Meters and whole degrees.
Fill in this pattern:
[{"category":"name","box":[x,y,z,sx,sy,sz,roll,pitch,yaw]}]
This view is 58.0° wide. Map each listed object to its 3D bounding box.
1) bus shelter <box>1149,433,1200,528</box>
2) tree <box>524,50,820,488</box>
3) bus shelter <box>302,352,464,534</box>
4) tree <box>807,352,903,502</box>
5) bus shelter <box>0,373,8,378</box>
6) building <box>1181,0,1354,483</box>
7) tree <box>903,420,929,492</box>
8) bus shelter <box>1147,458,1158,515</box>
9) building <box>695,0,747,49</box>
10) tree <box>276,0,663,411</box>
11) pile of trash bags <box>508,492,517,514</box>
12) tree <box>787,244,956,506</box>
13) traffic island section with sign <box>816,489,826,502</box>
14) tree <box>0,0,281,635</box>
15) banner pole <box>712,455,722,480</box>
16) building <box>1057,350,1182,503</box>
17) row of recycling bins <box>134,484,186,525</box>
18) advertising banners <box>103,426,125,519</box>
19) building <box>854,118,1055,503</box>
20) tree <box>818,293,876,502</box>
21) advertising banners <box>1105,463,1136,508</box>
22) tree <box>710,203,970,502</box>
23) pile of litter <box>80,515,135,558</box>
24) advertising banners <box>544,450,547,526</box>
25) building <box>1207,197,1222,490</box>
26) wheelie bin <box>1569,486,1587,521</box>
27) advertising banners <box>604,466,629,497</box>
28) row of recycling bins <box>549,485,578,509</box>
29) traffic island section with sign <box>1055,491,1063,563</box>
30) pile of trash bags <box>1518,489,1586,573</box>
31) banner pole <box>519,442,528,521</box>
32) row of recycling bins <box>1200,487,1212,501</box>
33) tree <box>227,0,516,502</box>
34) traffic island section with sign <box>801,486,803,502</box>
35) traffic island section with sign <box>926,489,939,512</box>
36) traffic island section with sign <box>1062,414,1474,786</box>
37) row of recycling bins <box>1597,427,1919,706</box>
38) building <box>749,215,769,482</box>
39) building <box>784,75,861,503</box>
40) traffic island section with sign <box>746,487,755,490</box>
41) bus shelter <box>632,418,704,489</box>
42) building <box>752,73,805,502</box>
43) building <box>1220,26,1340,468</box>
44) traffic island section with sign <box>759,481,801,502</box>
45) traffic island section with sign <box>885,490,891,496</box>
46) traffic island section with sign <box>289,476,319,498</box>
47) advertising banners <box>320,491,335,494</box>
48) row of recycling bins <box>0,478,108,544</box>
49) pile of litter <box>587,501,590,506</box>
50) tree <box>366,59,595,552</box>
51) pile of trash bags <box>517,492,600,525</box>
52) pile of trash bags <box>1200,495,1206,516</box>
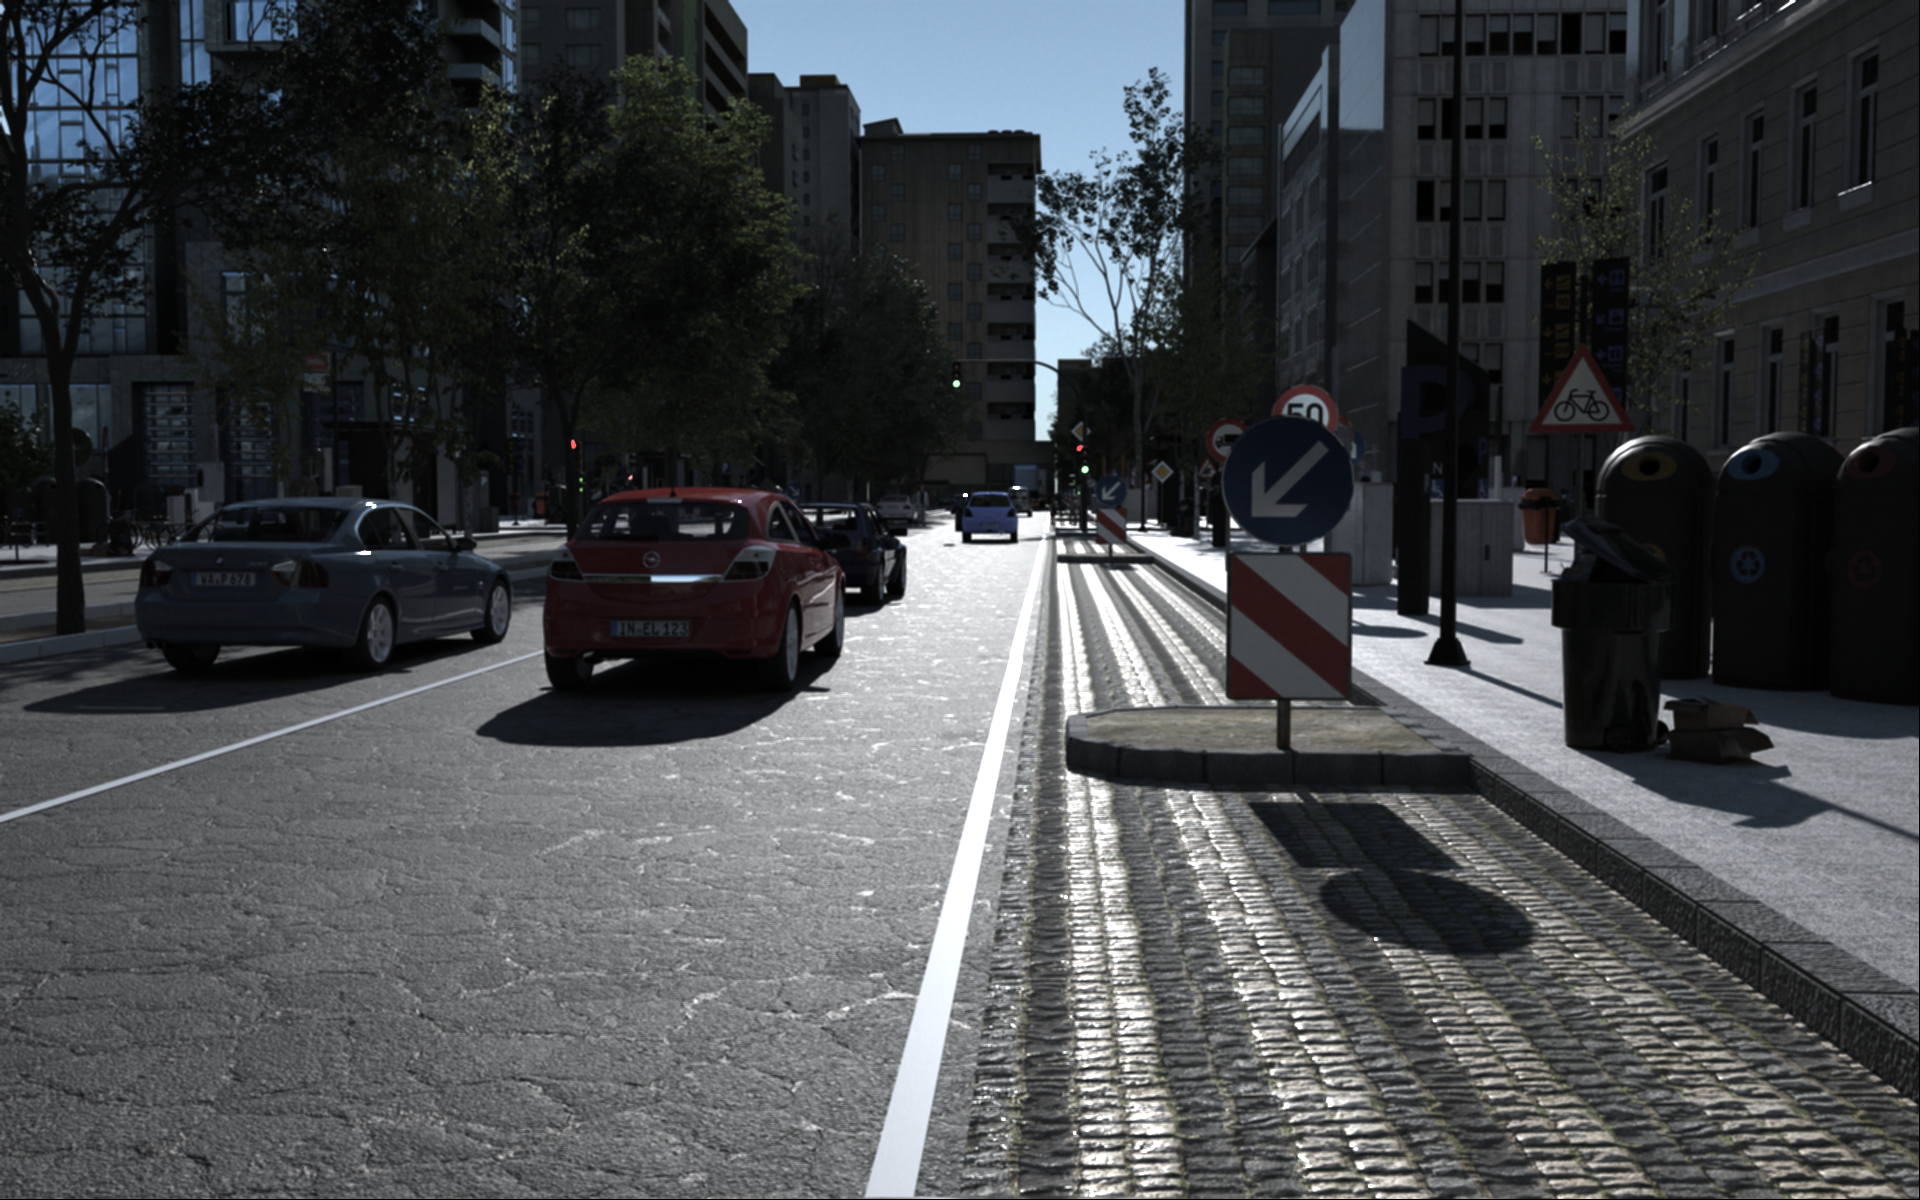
[{"category":"bus shelter","box":[8.580,-4.769,69.257,1.731,3.624,6.357,0,4,3]},{"category":"tree","box":[-7.555,-7.605,44.927,7.486,12.596,7.792,0,3,0]},{"category":"bus shelter","box":[-17.291,-4.519,51.521,2.179,5.291,8.768,0,4,3]},{"category":"tree","box":[-5.205,-7.884,81.715,4.737,8.622,4.395,0,3,0]},{"category":"bus shelter","box":[-19.668,-2.431,31.038,1.731,3.624,6.357,0,4,3]},{"category":"building","box":[35.091,-39.664,190.509,21.231,58.520,28.212,0,4,3]},{"category":"tree","box":[-3.758,-9.445,107.249,4.737,8.622,4.395,0,3,0]},{"category":"bus shelter","box":[10.987,-5.958,91.343,2.014,3.302,5.546,0,4,3]},{"category":"building","box":[-31.262,-32.478,154.709,21.300,48.544,21.600,0,4,3]},{"category":"tree","box":[-7.872,-6.032,35.496,8.767,10.594,7.601,0,4,3]},{"category":"pile of trash bags","box":[-21.361,-4.796,88.174,3.447,1.369,1.912,1,4,12]},{"category":"tree","box":[-5.027,-10.998,88.936,9.857,13.997,8.962,0,3,0]},{"category":"traffic island section with sign","box":[-9.680,-6.845,120.537,1.989,1.847,2.006,0,4,3]},{"category":"tree","box":[-8.990,-4.939,17.625,8.767,10.594,7.601,0,4,3]},{"category":"banner pole","box":[-15.677,-7.474,112.216,0.863,3.779,0.401,-2,4,-26]},{"category":"building","box":[28.496,-24.683,248.610,28.899,21.520,27.650,0,4,3]},{"category":"row of recycling bins","box":[-33.777,-4.039,73.154,1.069,1.692,3.534,0,4,3]},{"category":"advertising banners","box":[-21.616,-2.939,44.236,0.090,3.025,2.074,-3,4,-37]},{"category":"building","box":[0.055,-40.448,250.564,27.495,52.752,28.713,0,4,3]},{"category":"tree","box":[-7.267,-7.079,52.612,8.767,10.594,7.601,0,4,3]},{"category":"advertising banners","box":[9.059,-6.218,97.859,2.074,3.025,0.090,0,4,7]},{"category":"tree","box":[-5.925,-9.792,72.932,12.009,13.543,11.850,0,3,0]},{"category":"pile of litter","box":[-17.593,-1.329,35.701,1.176,0.858,1.719,-1,4,-11]},{"category":"advertising banners","box":[-16.765,-4.517,70.034,0.090,3.025,2.074,-1,4,-14]},{"category":"building","box":[31.214,-24.363,170.041,14.160,30.474,14.107,0,4,3]},{"category":"wheelie bin","box":[23.536,-3.568,66.243,0.693,1.594,0.980,-1,4,-23]},{"category":"advertising banners","box":[-21.209,-6.794,107.274,2.074,3.025,0.090,2,4,25]},{"category":"row of recycling bins","box":[-18.723,-4.622,82.685,1.069,1.692,3.534,0,4,4]},{"category":"traffic island section with sign","box":[3.039,-1.696,36.359,1.989,1.847,2.006,0,4,3]},{"category":"pile of trash bags","box":[10.855,-1.152,28.593,3.447,1.369,1.912,-1,4,-11]},{"category":"banner pole","box":[-21.013,-5.716,83.480,0.401,3.779,0.863,0,4,-2]},{"category":"row of recycling bins","box":[15.056,-5.997,105.161,3.534,1.692,1.069,2,4,25]},{"category":"tree","box":[-7.900,-4.347,23.892,4.737,8.622,4.395,0,3,0]},{"category":"traffic island section with sign","box":[-6.305,-3.604,67.058,2.006,1.907,1.989,0,4,3]},{"category":"traffic island section with sign","box":[-2.230,-8.193,142.087,2.006,1.907,1.989,0,4,3]},{"category":"traffic island section with sign","box":[1.575,-0.050,9.444,1.989,1.847,2.006,0,4,3]},{"category":"row of recycling bins","box":[5.672,-0.251,11.212,1.069,1.692,3.534,-2,4,-31]},{"category":"building","box":[-27.193,-24.537,172.887,14.160,30.474,14.107,0,4,3]},{"category":"building","box":[-28.507,-43.142,247.376,28.212,58.520,21.231,0,4,3]},{"category":"traffic island section with sign","box":[-11.230,-5.125,92.415,1.989,1.847,2.006,0,4,3]},{"category":"bus shelter","box":[-14.823,-6.708,87.311,2.179,5.291,8.768,0,4,3]},{"category":"building","box":[-29.753,-35.102,197.625,21.600,48.544,21.300,0,4,3]},{"category":"building","box":[30.384,-28.873,155.664,14.154,41.232,14.086,0,4,3]},{"category":"traffic island section with sign","box":[-6.717,-3.151,59.663,2.006,1.907,1.989,0,4,3]},{"category":"traffic island section with sign","box":[-7.014,-9.846,169.604,1.989,1.847,2.006,0,4,3]},{"category":"traffic island section with sign","box":[-14.231,-1.736,37.008,1.989,1.847,2.006,0,4,3]},{"category":"advertising banners","box":[-25.176,-4.556,70.678,2.074,3.025,0.090,0,4,2]},{"category":"row of recycling bins","box":[-23.998,-2.304,44.791,3.534,1.692,1.069,-3,5,-43]},{"category":"pile of litter","box":[-23.296,-5.899,110.414,1.176,0.858,1.719,1,4,18]},{"category":"tree","box":[-8.367,-4.690,29.504,4.360,8.622,3.978,0,3,0]},{"category":"pile of trash bags","box":[-16.737,-3.896,73.455,1.912,1.369,3.447,2,4,28]},{"category":"pile of trash bags","box":[14.562,-5.578,100.958,3.447,1.369,1.912,-2,4,-27]}]
